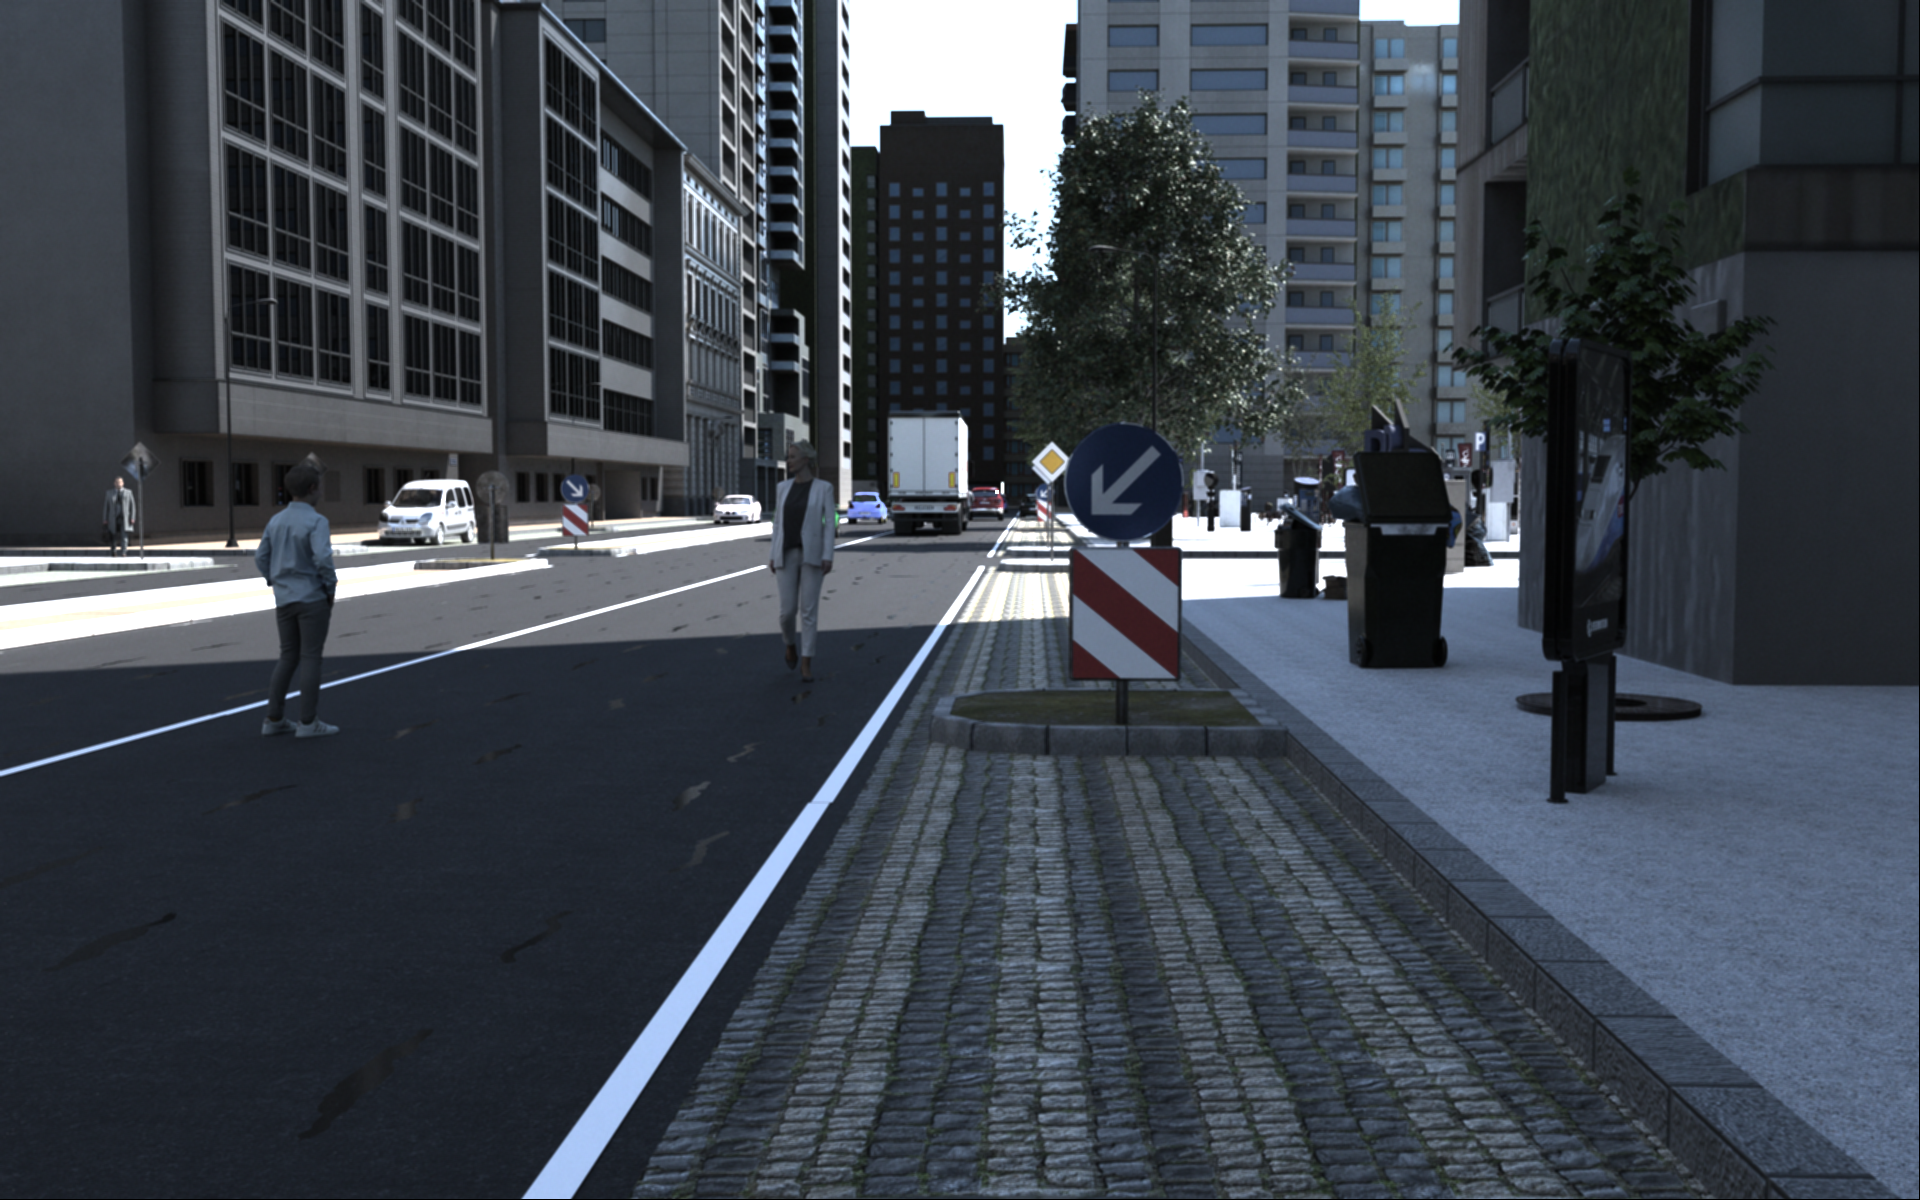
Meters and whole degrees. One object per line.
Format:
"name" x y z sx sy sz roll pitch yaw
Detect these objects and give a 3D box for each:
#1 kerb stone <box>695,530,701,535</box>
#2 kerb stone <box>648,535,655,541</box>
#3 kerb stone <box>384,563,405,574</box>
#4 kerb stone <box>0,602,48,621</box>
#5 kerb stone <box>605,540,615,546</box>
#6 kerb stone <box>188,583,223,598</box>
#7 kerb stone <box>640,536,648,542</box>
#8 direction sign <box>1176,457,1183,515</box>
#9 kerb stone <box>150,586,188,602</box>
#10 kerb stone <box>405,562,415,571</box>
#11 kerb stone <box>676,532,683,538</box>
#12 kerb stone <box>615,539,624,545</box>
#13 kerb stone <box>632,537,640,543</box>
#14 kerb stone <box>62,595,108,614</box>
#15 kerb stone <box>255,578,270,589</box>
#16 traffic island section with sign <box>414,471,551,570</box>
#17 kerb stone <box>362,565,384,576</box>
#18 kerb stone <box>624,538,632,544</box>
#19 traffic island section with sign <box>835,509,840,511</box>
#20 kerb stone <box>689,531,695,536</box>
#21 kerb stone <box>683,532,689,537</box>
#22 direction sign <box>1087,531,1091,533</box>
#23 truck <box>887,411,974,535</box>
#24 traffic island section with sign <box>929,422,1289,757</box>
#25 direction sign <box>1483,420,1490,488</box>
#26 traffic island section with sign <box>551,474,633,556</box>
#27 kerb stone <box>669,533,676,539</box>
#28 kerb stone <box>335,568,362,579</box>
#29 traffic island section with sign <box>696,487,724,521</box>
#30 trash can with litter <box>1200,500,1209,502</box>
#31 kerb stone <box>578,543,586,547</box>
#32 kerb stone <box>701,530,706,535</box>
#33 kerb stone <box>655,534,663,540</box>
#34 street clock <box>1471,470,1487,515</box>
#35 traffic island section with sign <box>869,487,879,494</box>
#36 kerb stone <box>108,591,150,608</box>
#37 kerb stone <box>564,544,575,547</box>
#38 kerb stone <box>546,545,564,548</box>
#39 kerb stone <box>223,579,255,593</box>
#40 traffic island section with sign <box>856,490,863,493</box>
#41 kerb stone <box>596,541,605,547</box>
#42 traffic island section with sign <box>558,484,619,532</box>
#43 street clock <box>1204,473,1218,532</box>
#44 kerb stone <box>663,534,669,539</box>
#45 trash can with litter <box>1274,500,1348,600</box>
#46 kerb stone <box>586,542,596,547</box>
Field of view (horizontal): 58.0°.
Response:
"kerb stone" -9.179 -2.288 59.701 0.120 0.150 1.000 0 4 2
"kerb stone" -9.482 -1.853 52.509 0.120 0.150 1.000 0 4 2
"kerb stone" -10.350 -0.564 31.413 0.120 0.150 1.000 0 4 2
"kerb stone" -10.819 0.124 20.162 0.120 0.150 1.000 0 4 2
"kerb stone" -9.693 -1.530 47.364 0.120 0.150 1.000 0 4 2
"kerb stone" -10.651 -0.126 24.248 0.120 0.150 1.000 0 4 2
"kerb stone" -9.519 -1.792 51.487 0.120 0.150 1.000 0 4 2
"direction sign" 13.025 -6.902 104.843 0.876 3.537 0.379 1 4 13
"kerb stone" -10.691 -0.063 23.227 0.120 0.150 1.000 0 4 2
"kerb stone" -10.315 -0.626 32.450 0.120 0.150 1.000 0 4 2
"kerb stone" -9.311 -2.105 56.614 0.120 0.150 1.000 0 4 2
"kerb stone" -9.650 -1.603 48.399 0.120 0.150 1.000 0 4 2
"kerb stone" -9.561 -1.723 50.463 0.120 0.150 1.000 0 4 2
"kerb stone" -10.779 0.063 21.183 0.120 0.150 1.000 0 4 2
"kerb stone" -10.568 -0.251 26.298 0.120 0.150 1.000 0 4 2
"traffic island section with sign" -9.214 -1.546 33.413 2.006 1.907 1.989 0 4 2
"kerb stone" -10.395 -0.494 30.387 0.120 0.150 1.000 0 4 2
"kerb stone" -9.609 -1.666 49.435 0.120 0.150 1.000 0 4 2
"traffic island section with sign" -10.955 -8.227 143.133 1.989 1.847 2.006 0 4 2
"kerb stone" -9.225 -2.231 58.671 0.120 0.150 1.000 0 4 2
"kerb stone" -9.265 -2.168 57.650 0.120 0.150 1.000 0 4 2
"direction sign" 4.429 -4.017 57.673 0.379 3.537 0.876 -1 4 -20
"truck" -1.022 -4.599 64.105 2.839 4.237 11.283 0 4 2
"traffic island section with sign" 0.832 -0.106 10.354 1.989 1.847 2.006 0 4 2
"direction sign" 16.142 -3.742 53.171 0.379 3.537 0.876 0 4 6
"traffic island section with sign" -8.898 -1.999 40.814 2.006 1.907 1.989 0 4 2
"kerb stone" -9.349 -2.042 55.587 0.120 0.150 1.000 0 4 2
"kerb stone" -10.444 -0.439 29.365 0.120 0.150 1.000 0 4 2
"traffic island section with sign" -13.014 -5.165 93.082 1.989 1.847 2.006 0 4 2
"trash can with litter" 14.291 -5.557 102.242 0.624 1.170 1.055 2 4 24
"kerb stone" -9.823 -1.349 44.299 0.120 0.150 1.000 0 4 2
"kerb stone" -9.148 -2.357 60.735 0.120 0.150 1.000 0 4 2
"kerb stone" -9.440 -1.917 53.545 0.120 0.150 1.000 0 4 2
"street clock" 15.326 -2.857 51.276 0.471 2.002 0.358 1 4 15
"traffic island section with sign" -5.798 -6.590 115.889 2.006 1.907 1.989 0 4 2
"kerb stone" -10.736 0.002 22.204 0.120 0.150 1.000 0 4 2
"kerb stone" -9.860 -1.289 43.274 0.120 0.150 1.000 0 4 2
"kerb stone" -9.906 -1.224 42.253 0.120 0.150 1.000 0 4 2
"kerb stone" -10.615 -0.188 25.269 0.120 0.150 1.000 0 4 2
"traffic island section with sign" -9.828 -9.874 170.064 1.989 1.847 2.006 0 4 2
"kerb stone" -9.740 -1.472 46.342 0.120 0.150 1.000 0 4 2
"traffic island section with sign" -14.132 -3.518 66.150 1.989 1.847 2.006 0 4 2
"street clock" 8.546 -3.325 58.941 0.358 2.002 0.471 -2 4 -35
"kerb stone" -9.400 -1.980 54.566 0.120 0.150 1.000 0 4 2
"trash can with litter" 4.411 -0.609 21.338 1.055 1.170 0.624 2 4 29
"kerb stone" -9.774 -1.414 45.320 0.120 0.150 1.000 0 4 2
